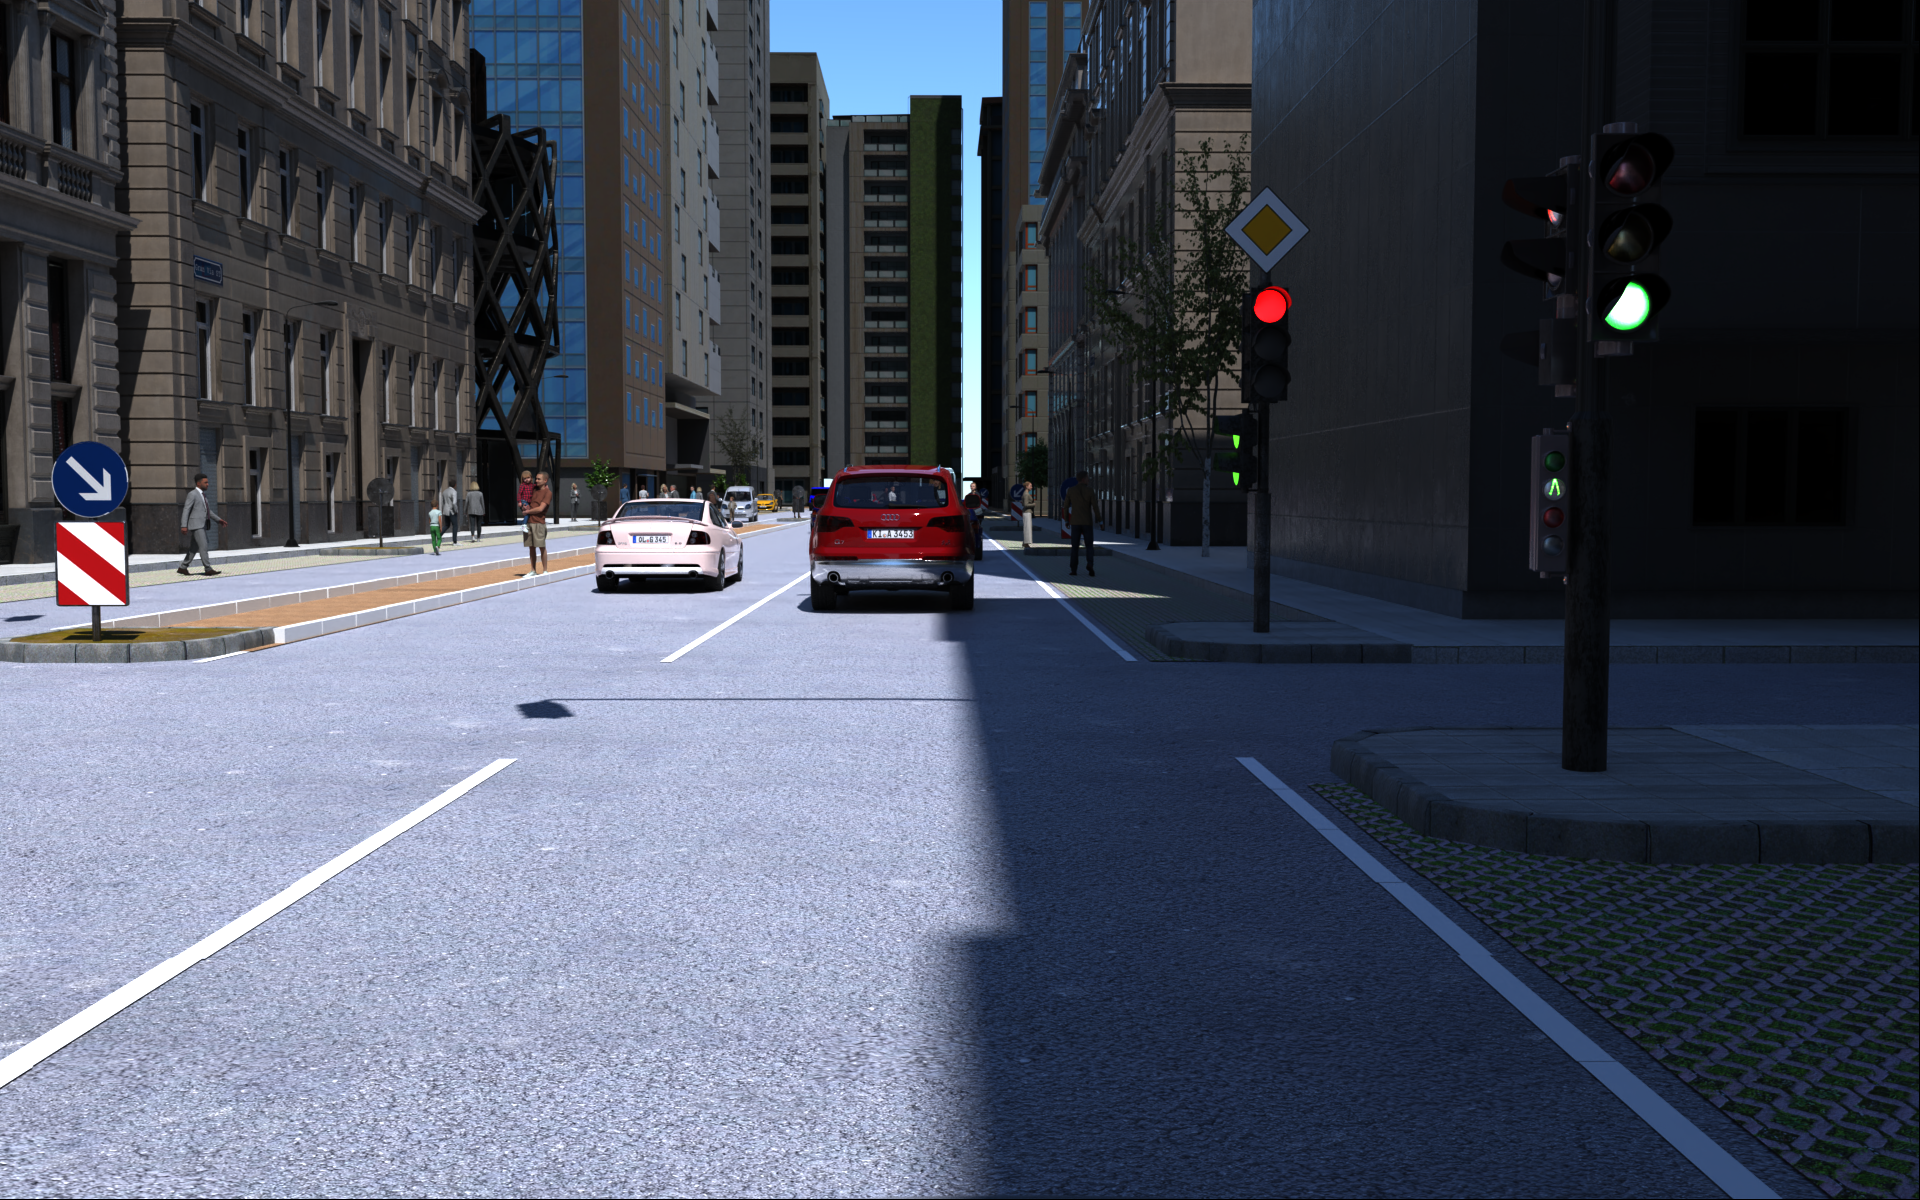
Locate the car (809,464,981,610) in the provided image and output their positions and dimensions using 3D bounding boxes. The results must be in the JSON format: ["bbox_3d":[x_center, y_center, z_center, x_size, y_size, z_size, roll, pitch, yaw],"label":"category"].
[{"bbox_3d":[-0.850,-0.874,22.960,2.281,1.827,5.304,0,4,-1],"label":"car"}]

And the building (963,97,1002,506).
[{"bbox_3d":[14.801,-32.503,186.044,28.867,44.769,22.147,0,4,-1],"label":"building"}]

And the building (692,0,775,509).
[{"bbox_3d":[-28.182,-43.903,156.068,20.611,71.187,20.563,0,4,-1],"label":"building"}]

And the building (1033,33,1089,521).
[{"bbox_3d":[10.608,-14.492,78.740,13.314,21.916,24.055,0,4,-1],"label":"building"}]

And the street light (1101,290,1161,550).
[{"bbox_3d":[3.888,-4.095,39.501,1.470,5.913,1.316,0,4,-1],"label":"street light"}]

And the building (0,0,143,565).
[{"bbox_3d":[-21.660,-12.017,25.355,11.050,23.489,19.941,0,4,-1],"label":"building"}]

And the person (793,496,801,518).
[{"bbox_3d":[-9.736,-5.734,103.724,0.593,1.643,0.415,0,4,3],"label":"person"}]

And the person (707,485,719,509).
[{"bbox_3d":[-10.458,-3.965,73.297,0.622,1.834,0.822,2,4,25],"label":"person"}]

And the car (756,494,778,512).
[{"bbox_3d":[-15.261,-7.675,135.706,2.015,1.641,3.980,0,4,-1],"label":"car"}]

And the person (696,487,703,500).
[{"bbox_3d":[-13.706,-5.010,90.594,0.709,1.800,0.728,3,4,37],"label":"person"}]

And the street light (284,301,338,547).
[{"bbox_3d":[-15.622,-4.231,41.712,1.470,5.913,1.316,0,4,-1],"label":"street light"}]

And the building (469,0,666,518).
[{"bbox_3d":[-24.745,-27.351,97.298,14.600,45.320,14.200,0,4,-1],"label":"building"}]

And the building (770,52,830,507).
[{"bbox_3d":[-24.876,-34.237,183.482,21.600,48.544,21.300,0,4,-1],"label":"building"}]

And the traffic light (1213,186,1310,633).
[{"bbox_3d":[2.782,-1.655,15.978,0.839,4.253,0.868,0,4,-1],"label":"traffic light"}]

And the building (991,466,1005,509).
[{"bbox_3d":[13.445,-43.884,155.759,20.563,71.187,20.611,0,4,-1],"label":"building"}]

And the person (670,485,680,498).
[{"bbox_3d":[-13.037,-4.315,79.150,0.679,1.850,0.850,3,5,41],"label":"person"}]

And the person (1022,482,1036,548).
[{"bbox_3d":[1.798,-2.213,45.237,0.362,1.759,0.519,0,4,-3],"label":"person"}]

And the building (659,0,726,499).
[{"bbox_3d":[-31.151,-32.328,117.797,28.713,52.752,27.495,0,4,-1],"label":"building"}]

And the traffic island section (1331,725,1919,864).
[{"bbox_3d":[2.928,0.867,8.108,2.009,0.180,2.903,0,4,-1],"label":"traffic island section"}]

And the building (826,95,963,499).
[{"bbox_3d":[-6.768,-30.430,181.120,14.086,41.232,14.154,0,4,-1],"label":"building"}]

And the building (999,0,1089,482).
[{"bbox_3d":[10.551,-29.904,139.040,14.600,45.320,14.200,0,4,-1],"label":"building"}]

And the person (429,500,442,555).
[{"bbox_3d":[-12.266,-1.698,40.504,0.306,1.304,0.590,-1,4,-13],"label":"person"}]

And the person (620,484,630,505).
[{"bbox_3d":[-17.221,-5.067,88.918,0.581,1.822,0.654,1,4,14],"label":"person"}]

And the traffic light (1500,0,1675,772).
[{"bbox_3d":[0.797,-2.028,7.825,4.771,5.953,1.251,0,4,-1],"label":"traffic light"}]

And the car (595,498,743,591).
[{"bbox_3d":[-4.464,-0.892,26.944,2.083,1.381,4.827,0,4,-2],"label":"car"}]

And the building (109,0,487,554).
[{"bbox_3d":[-22.384,-15.334,47.977,12.463,27.353,25.104,0,4,-1],"label":"building"}]

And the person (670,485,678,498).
[{"bbox_3d":[-10.939,-3.480,65.796,0.834,1.777,0.661,-1,4,-19],"label":"person"}]

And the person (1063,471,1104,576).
[{"bbox_3d":[2.157,-1.330,30.154,0.656,1.842,0.836,-1,4,-17],"label":"person"}]

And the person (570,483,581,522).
[{"bbox_3d":[-17.857,-4.545,80.532,0.537,1.800,0.526,-2,4,-29],"label":"person"}]

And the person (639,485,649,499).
[{"bbox_3d":[-16.544,-5.144,90.709,0.480,1.755,0.524,0,4,-6],"label":"person"}]

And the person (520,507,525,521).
[{"bbox_3d":[-20.175,-4.538,80.484,0.529,1.795,0.600,-3,5,-41],"label":"person"}]

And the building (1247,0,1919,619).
[{"bbox_3d":[19.974,-12.442,22.492,30.058,24.678,14.314,0,4,-1],"label":"building"}]

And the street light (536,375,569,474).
[{"bbox_3d":[-15.921,-5.808,67.503,1.470,5.913,1.316,0,4,-1],"label":"street light"}]

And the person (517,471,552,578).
[{"bbox_3d":[-7.255,-1.287,29.510,0.580,1.828,0.573,-1,4,-22],"label":"person"}]

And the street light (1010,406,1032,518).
[{"bbox_3d":[3.300,-7.254,91.138,1.470,5.913,1.316,0,4,-1],"label":"street light"}]

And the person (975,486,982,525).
[{"bbox_3d":[0.730,-4.273,78.330,0.822,1.834,0.622,-2,4,-31],"label":"person"}]

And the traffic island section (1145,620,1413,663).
[{"bbox_3d":[2.822,0.379,16.092,2.009,0.180,2.903,0,4,-1],"label":"traffic island section"}]

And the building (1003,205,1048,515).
[{"bbox_3d":[17.339,-16.716,118.345,27.650,21.520,28.899,0,4,-1],"label":"building"}]

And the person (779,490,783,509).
[{"bbox_3d":[-15.884,-8.894,153.930,0.705,1.823,1.348,0,4,-7],"label":"person"}]

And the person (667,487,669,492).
[{"bbox_3d":[-14.967,-4.900,88.962,0.623,1.781,0.721,1,4,20],"label":"person"}]

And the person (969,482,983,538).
[{"bbox_3d":[0.398,-2.580,51.112,0.576,1.772,0.534,1,4,23],"label":"person"}]

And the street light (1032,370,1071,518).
[{"bbox_3d":[3.583,-5.658,65.051,1.470,5.913,1.316,0,4,-1],"label":"street light"}]

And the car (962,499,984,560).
[{"bbox_3d":[-0.409,-1.605,38.829,1.945,1.354,3.894,0,4,-2],"label":"car"}]

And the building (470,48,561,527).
[{"bbox_3d":[-24.931,-12.335,69.125,16.820,18.784,16.811,0,4,-1],"label":"building"}]

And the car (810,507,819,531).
[{"bbox_3d":[-4.582,-3.183,64.619,1.945,1.354,3.894,0,4,1],"label":"car"}]

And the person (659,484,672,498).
[{"bbox_3d":[-10.682,-3.323,63.014,0.537,1.800,0.526,-2,4,-34],"label":"person"}]

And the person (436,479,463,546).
[{"bbox_3d":[-14.068,-2.402,47.618,0.661,1.843,0.795,3,5,42],"label":"person"}]

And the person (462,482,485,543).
[{"bbox_3d":[-14.355,-2.588,50.994,0.709,1.800,0.728,-1,4,-12],"label":"person"}]

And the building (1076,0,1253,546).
[{"bbox_3d":[10.637,-15.692,53.828,12.463,27.353,25.104,0,4,-1],"label":"building"}]
